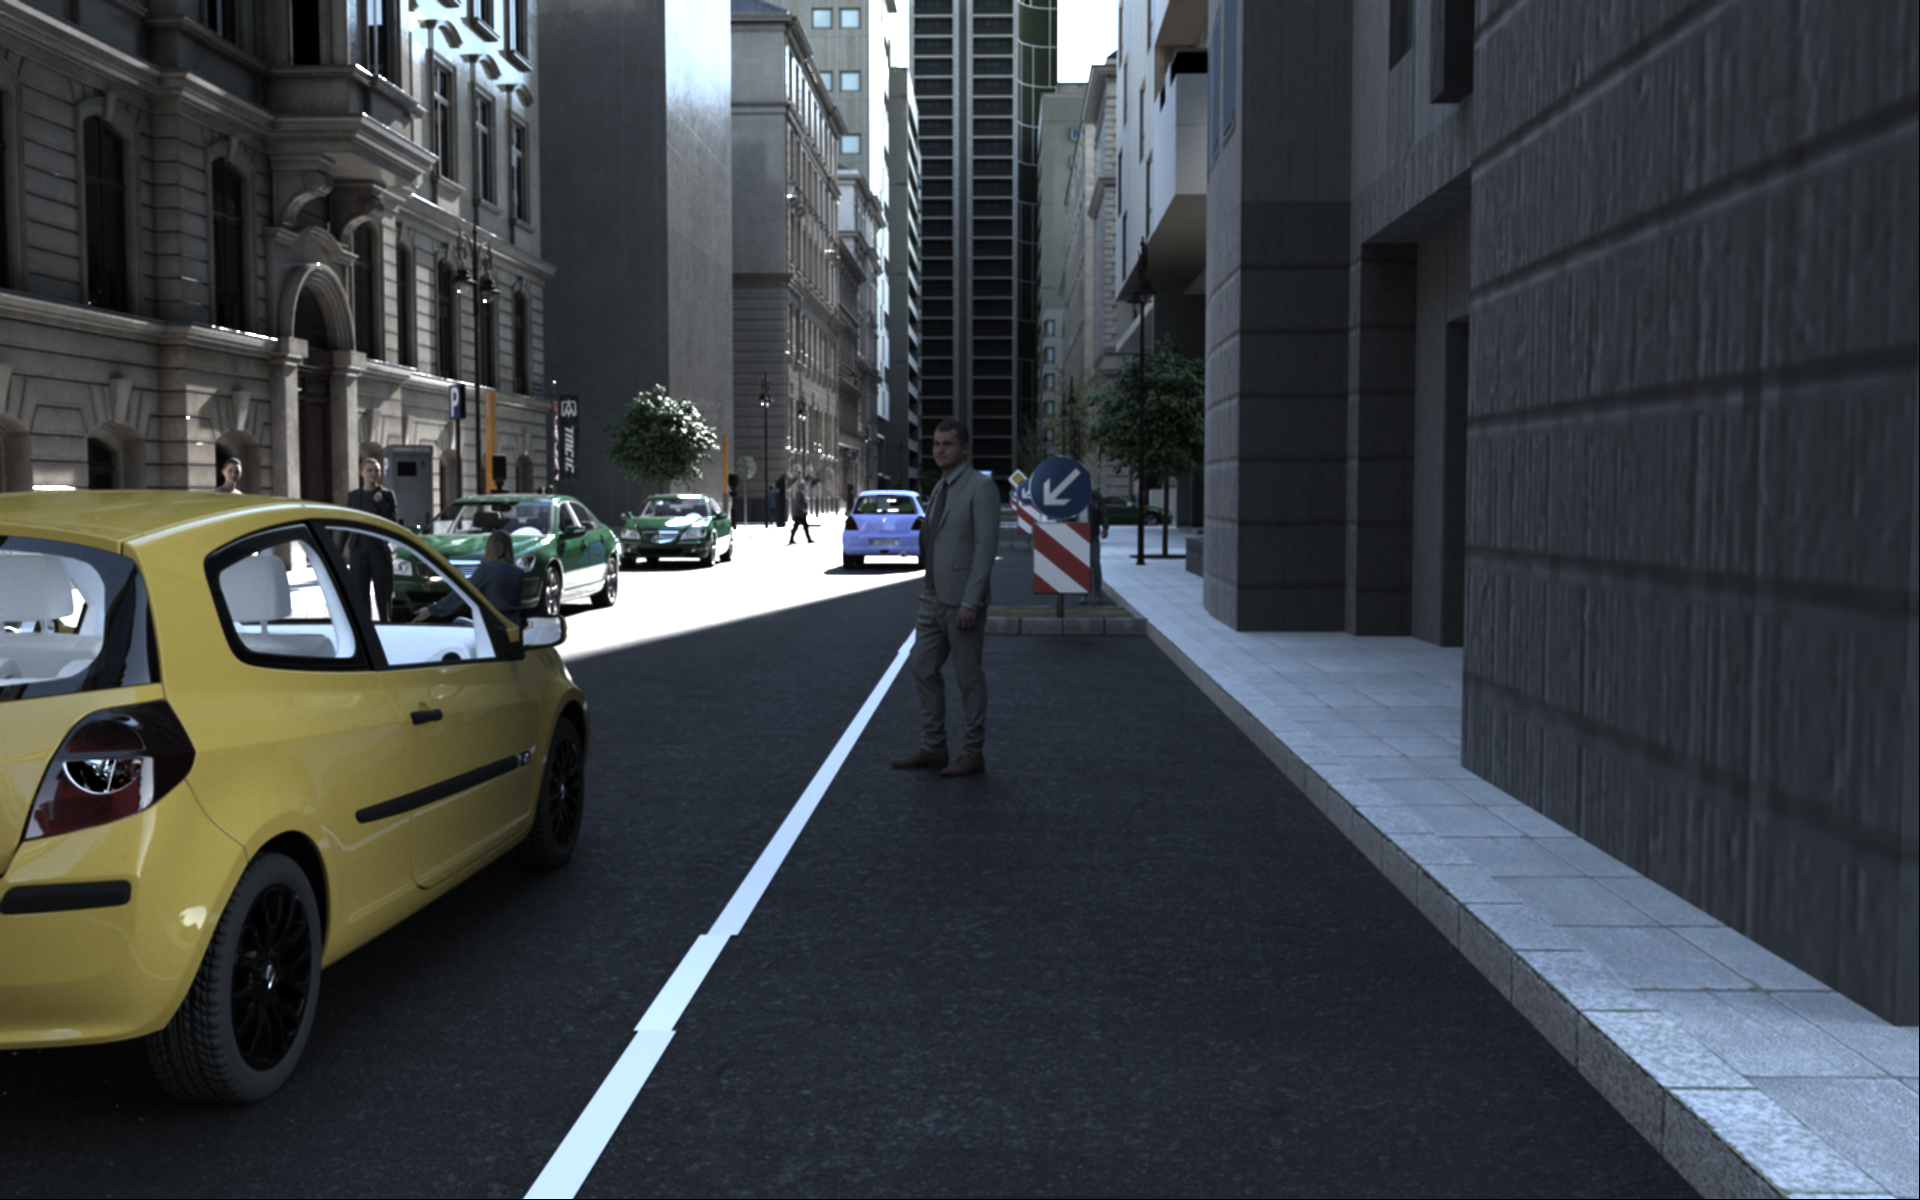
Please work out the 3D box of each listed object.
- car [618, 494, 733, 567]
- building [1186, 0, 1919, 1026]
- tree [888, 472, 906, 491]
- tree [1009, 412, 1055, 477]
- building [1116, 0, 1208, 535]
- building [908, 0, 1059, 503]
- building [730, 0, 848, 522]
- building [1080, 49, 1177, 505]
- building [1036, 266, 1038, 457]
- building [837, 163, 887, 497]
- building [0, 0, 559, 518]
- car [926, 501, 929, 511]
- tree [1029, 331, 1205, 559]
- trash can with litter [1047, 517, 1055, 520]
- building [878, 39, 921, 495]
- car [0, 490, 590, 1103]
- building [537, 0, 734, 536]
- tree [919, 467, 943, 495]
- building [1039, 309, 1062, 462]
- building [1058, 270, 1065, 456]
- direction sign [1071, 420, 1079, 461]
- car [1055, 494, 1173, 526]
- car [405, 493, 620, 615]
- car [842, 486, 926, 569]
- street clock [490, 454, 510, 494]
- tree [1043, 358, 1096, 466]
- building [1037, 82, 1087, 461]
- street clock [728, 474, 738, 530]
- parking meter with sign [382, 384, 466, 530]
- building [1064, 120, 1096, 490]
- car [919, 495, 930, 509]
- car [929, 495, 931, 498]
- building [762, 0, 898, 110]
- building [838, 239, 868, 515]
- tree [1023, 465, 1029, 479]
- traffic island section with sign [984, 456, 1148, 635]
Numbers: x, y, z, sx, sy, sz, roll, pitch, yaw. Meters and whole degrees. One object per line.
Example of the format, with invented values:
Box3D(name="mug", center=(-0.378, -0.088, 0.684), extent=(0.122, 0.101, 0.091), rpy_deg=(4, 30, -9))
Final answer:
Box3D(name="car", center=(-5.742, -1.443, 35.394), extent=(2.131, 1.459, 4.920), rpy_deg=(0, 4, 0))
Box3D(name="building", center=(13.122, -28.995, 16.070), extent=(21.231, 58.520, 28.212), rpy_deg=(0, 4, 2))
Box3D(name="tree", center=(-5.591, -9.642, 152.250), extent=(1.663, 3.219, 1.824), rpy_deg=(0, 3, 0))
Box3D(name="tree", center=(6.494, -12.487, 154.523), extent=(4.360, 8.622, 3.978), rpy_deg=(0, 3, 0))
Box3D(name="building", center=(18.979, -28.296, 51.886), extent=(28.713, 52.752, 27.495), rpy_deg=(0, 4, 2))
Box3D(name="building", center=(3.479, -49.293, 244.186), extent=(20.611, 71.187, 20.563), rpy_deg=(0, 4, 2))
Box3D(name="building", center=(-13.080, -17.878, 89.569), extent=(12.463, 27.353, 25.104), rpy_deg=(0, 4, 2))
Box3D(name="building", center=(15.851, -15.460, 81.650), extent=(19.941, 23.489, 11.050), rpy_deg=(0, 4, 2))
Box3D(name="building", center=(16.597, -27.362, 219.076), extent=(14.160, 30.474, 14.107), rpy_deg=(0, 4, 2))
Box3D(name="building", center=(-13.282, -21.144, 133.087), extent=(14.401, 28.519, 23.554), rpy_deg=(0, 4, 2))
Box3D(name="building", center=(-16.802, -12.881, 29.696), extent=(14.460, 24.649, 34.723), rpy_deg=(0, 4, 2))
Box3D(name="car", center=(-0.659, -4.679, 85.302), extent=(1.959, 1.807, 4.718), rpy_deg=(0, 4, 3))
Box3D(name="tree", center=(4.193, -3.130, 34.896), extent=(4.285, 4.588, 4.351), rpy_deg=(0, 3, 0))
Box3D(name="trash can with litter", center=(4.744, -4.591, 86.446), extent=(0.624, 1.170, 1.055), rpy_deg=(-2, 4, -30))
Box3D(name="building", center=(-15.720, -34.605, 189.500), extent=(21.300, 48.544, 21.600), rpy_deg=(0, 4, 2))
Box3D(name="car", center=(-2.403, 0.287, 5.531), extent=(2.015, 1.641, 3.980), rpy_deg=(0, 4, 2))
Box3D(name="building", center=(-23.651, -14.747, 60.186), extent=(30.058, 24.678, 14.314), rpy_deg=(0, 4, 2))
Box3D(name="tree", center=(-3.455, -13.743, 208.415), extent=(4.285, 4.588, 4.351), rpy_deg=(0, 3, 0))
Box3D(name="building", center=(22.114, -20.251, 176.144), extent=(27.650, 21.520, 28.899), rpy_deg=(0, 4, 2))
Box3D(name="building", center=(13.156, -17.876, 141.419), extent=(9.793, 20.994, 18.267), rpy_deg=(0, 4, 2))
Box3D(name="direction sign", center=(3.540, -3.755, 53.395), extent=(0.379, 3.537, 0.876), rpy_deg=(-1, 4, -12))
Box3D(name="car", center=(6.395, -3.681, 71.978), extent=(4.920, 1.459, 2.131), rpy_deg=(0, 4, 1))
Box3D(name="car", center=(-5.378, -0.547, 20.748), extent=(2.131, 1.459, 4.920), rpy_deg=(0, 4, 2))
Box3D(name="car", center=(-1.383, -1.525, 34.528), extent=(1.945, 1.707, 3.694), rpy_deg=(0, 4, 1))
Box3D(name="street clock", center=(-8.416, -1.658, 31.683), extent=(0.358, 2.002, 0.471), rpy_deg=(-1, 4, -18))
Box3D(name="tree", center=(6.384, -8.827, 94.684), extent=(4.737, 8.622, 4.395), rpy_deg=(0, 3, 0))
Box3D(name="building", center=(19.826, -35.285, 200.609), extent=(21.300, 48.544, 21.600), rpy_deg=(0, 4, 2))
Box3D(name="street clock", center=(-8.033, -3.477, 61.417), extent=(0.358, 2.002, 0.471), rpy_deg=(1, 4, 12))
Box3D(name="parking meter with sign", center=(-8.687, -1.892, 27.194), extent=(1.738, 3.016, 0.543), rpy_deg=(-2, 4, -34))
Box3D(name="building", center=(17.132, -18.988, 114.975), extent=(19.350, 26.468, 34.151), rpy_deg=(0, 4, 2))
Box3D(name="car", center=(-3.027, -7.450, 134.392), extent=(1.945, 1.354, 3.894), rpy_deg=(0, 4, 0))
Box3D(name="car", center=(-2.160, -9.318, 161.947), extent=(1.945, 1.707, 3.694), rpy_deg=(0, 4, 1))
Box3D(name="building", center=(-20.904, -35.215, 165.003), extent=(28.713, 52.752, 27.495), rpy_deg=(0, 4, 2))
Box3D(name="building", center=(-11.974, -15.127, 111.952), extent=(10.561, 19.102, 19.286), rpy_deg=(0, 4, 2))
Box3D(name="tree", center=(7.099, -10.774, 159.873), extent=(4.285, 4.588, 4.351), rpy_deg=(0, 3, 0))
Box3D(name="traffic island section with sign", center=(0.958, -0.612, 18.633), extent=(1.989, 1.847, 2.006), rpy_deg=(0, 4, 2))
